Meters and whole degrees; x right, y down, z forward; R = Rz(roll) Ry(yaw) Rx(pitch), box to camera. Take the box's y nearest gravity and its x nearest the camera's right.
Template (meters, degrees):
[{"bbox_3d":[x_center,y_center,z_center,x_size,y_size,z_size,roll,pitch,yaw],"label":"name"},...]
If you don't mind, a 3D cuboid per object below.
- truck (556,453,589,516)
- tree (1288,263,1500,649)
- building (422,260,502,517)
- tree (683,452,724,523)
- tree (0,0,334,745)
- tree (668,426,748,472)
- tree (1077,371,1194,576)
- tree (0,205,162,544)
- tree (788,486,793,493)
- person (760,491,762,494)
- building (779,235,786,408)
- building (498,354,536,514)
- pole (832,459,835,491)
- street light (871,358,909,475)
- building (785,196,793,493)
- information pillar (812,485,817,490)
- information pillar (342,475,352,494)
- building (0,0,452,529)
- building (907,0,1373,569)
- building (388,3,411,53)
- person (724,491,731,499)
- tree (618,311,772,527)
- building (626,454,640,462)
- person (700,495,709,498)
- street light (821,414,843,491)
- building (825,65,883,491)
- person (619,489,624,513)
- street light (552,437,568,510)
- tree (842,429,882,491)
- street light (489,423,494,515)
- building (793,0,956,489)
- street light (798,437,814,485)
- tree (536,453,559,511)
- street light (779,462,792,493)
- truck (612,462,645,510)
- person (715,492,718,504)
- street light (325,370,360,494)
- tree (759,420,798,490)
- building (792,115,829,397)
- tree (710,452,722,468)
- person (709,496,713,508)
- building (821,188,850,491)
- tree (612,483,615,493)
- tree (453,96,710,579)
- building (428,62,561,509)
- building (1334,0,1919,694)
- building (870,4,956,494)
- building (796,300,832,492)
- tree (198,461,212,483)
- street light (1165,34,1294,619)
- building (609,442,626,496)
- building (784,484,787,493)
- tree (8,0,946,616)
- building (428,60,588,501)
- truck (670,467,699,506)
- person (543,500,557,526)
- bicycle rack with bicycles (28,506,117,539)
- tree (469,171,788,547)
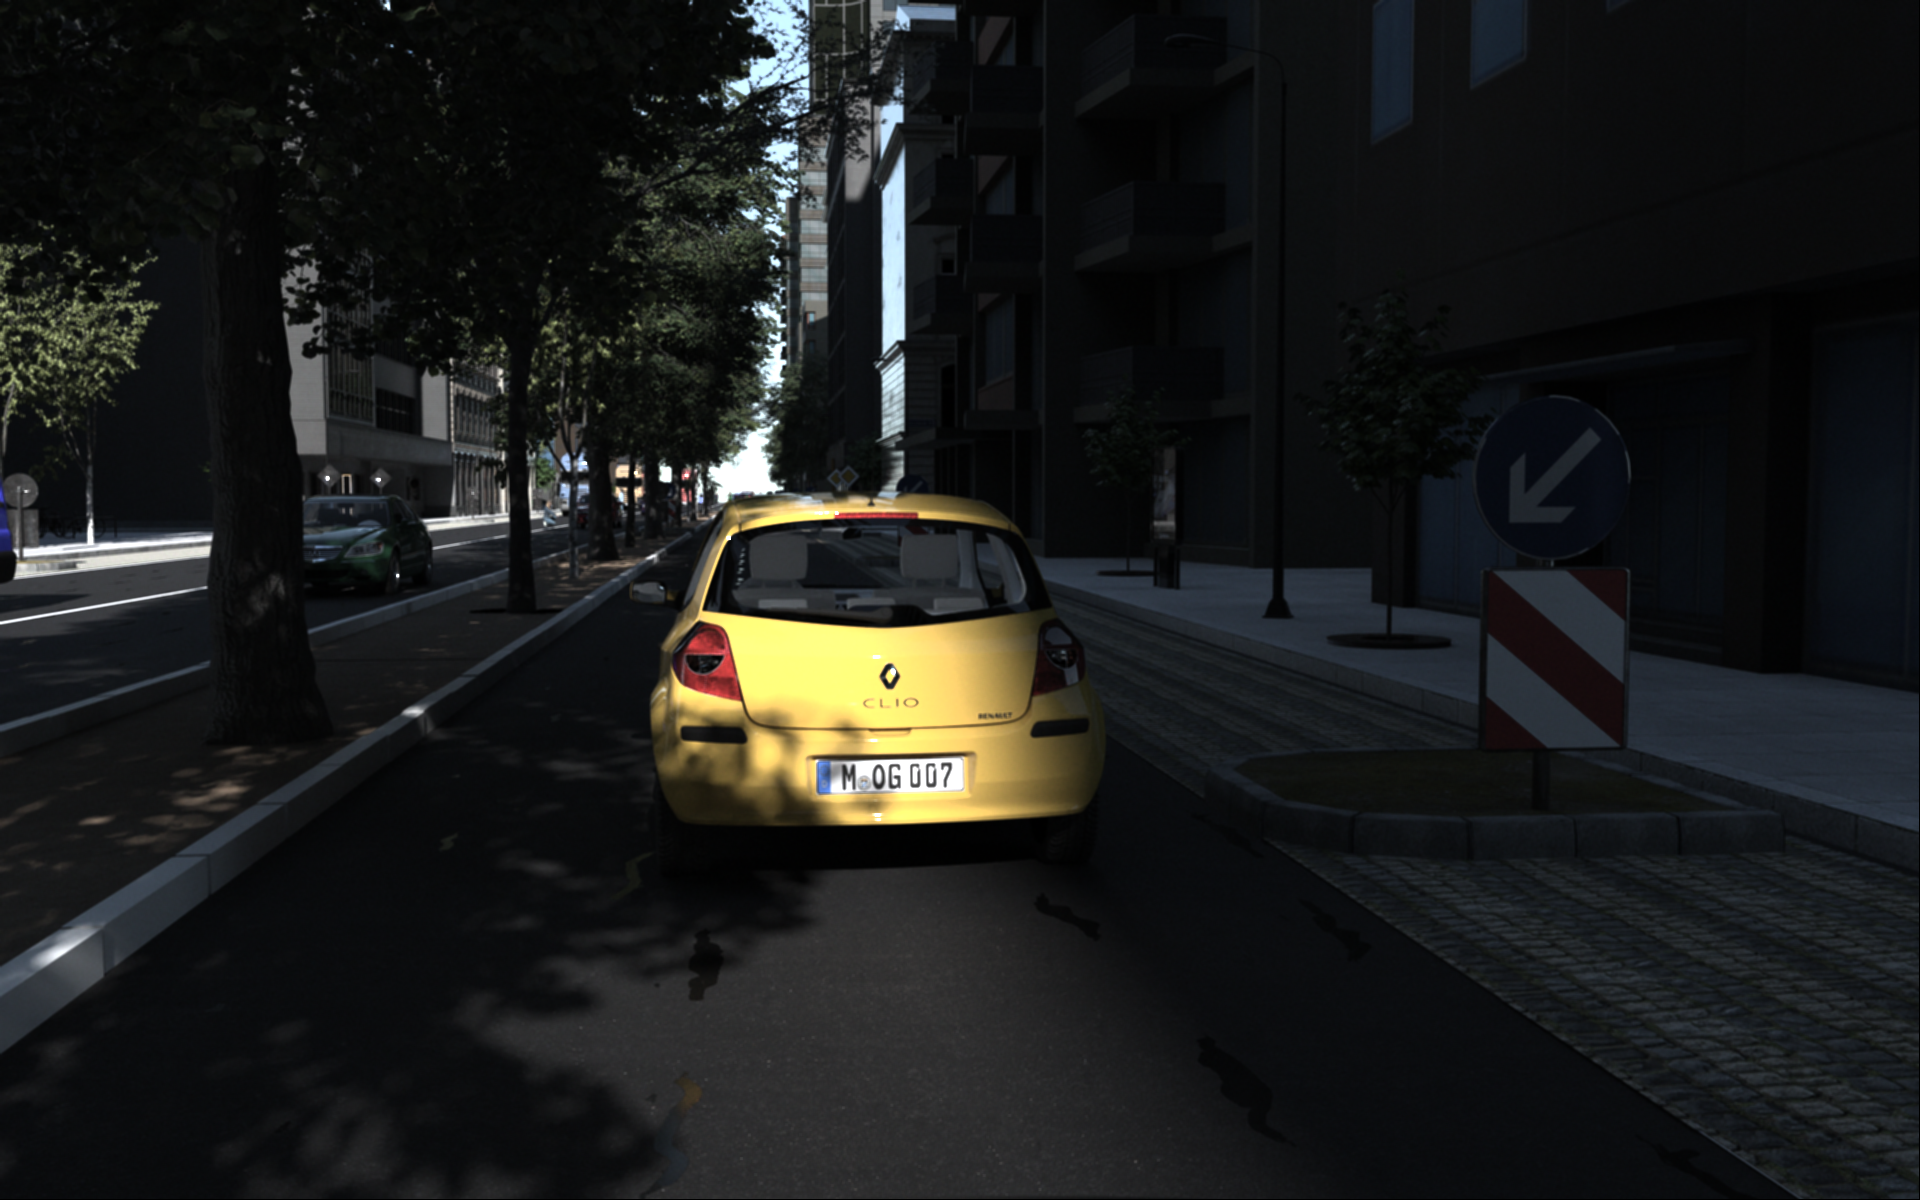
[{"bbox_3d":[-25.280,-7.873,118.475,2.967,4.110,18.799,0,4,-7],"label":"truck"},{"bbox_3d":[3.663,-1.222,14.581,1.663,3.219,1.824,0,3,0],"label":"tree"},{"bbox_3d":[-33.386,-15.510,102.734,9.793,20.994,18.267,0,4,-7],"label":"building"},{"bbox_3d":[-13.335,-8.076,84.860,4.360,8.622,3.978,0,3,0],"label":"tree"},{"bbox_3d":[-4.017,-6.145,9.591,9.857,13.997,8.962,0,3,0],"label":"tree"},{"bbox_3d":[-20.101,-12.693,135.740,9.928,11.665,9.643,0,3,0],"label":"tree"},{"bbox_3d":[2.604,-2.012,27.491,1.663,3.219,1.824,0,3,0],"label":"tree"},{"bbox_3d":[-22.551,-5.742,44.248,4.737,8.622,4.395,0,3,0],"label":"tree"},{"bbox_3d":[-22.494,-14.576,232.924,1.663,3.219,1.824,0,3,0],"label":"tree"},{"bbox_3d":[-22.512,-11.400,195.615,0.721,1.736,1.217,3,5,42],"label":"person"},{"bbox_3d":[-18.570,-38.624,286.122,22.147,44.769,28.867,0,4,-7],"label":"building"},{"bbox_3d":[-35.848,-16.230,120.115,10.420,20.320,16.860,0,4,-7],"label":"building"},{"bbox_3d":[-7.269,-6.468,99.596,0.158,3.312,0.155,0,3,0],"label":"pole"},{"bbox_3d":[-2.335,-5.298,59.156,1.470,5.913,1.316,0,4,-7],"label":"street light"},{"bbox_3d":[-17.165,-34.073,240.681,14.154,41.232,14.086,0,4,-7],"label":"building"},{"bbox_3d":[-11.161,-7.853,132.882,0.304,2.012,0.304,-3,5,-42],"label":"information pillar"},{"bbox_3d":[-23.366,-3.768,66.096,0.304,2.012,0.304,-1,4,-10],"label":"information pillar"},{"bbox_3d":[-32.871,-15.861,78.388,14.314,24.678,30.058,0,4,-7],"label":"building"},{"bbox_3d":[10.232,-23.738,42.745,22.147,44.769,28.867,0,4,-7],"label":"building"},{"bbox_3d":[-51.140,-53.686,190.430,22.319,86.520,31.000,0,4,-7],"label":"building"},{"bbox_3d":[-24.274,-10.614,182.754,1.217,1.735,0.721,1,4,12],"label":"person"},{"bbox_3d":[-11.643,-9.209,71.146,7.486,12.596,7.792,0,3,0],"label":"tree"},{"bbox_3d":[-57.871,-36.380,249.435,22.147,44.769,28.867,0,4,-7],"label":"building"},{"bbox_3d":[-27.593,-10.896,187.373,1.217,1.736,0.721,-1,4,-8],"label":"person"},{"bbox_3d":[-7.377,-7.840,100.731,1.470,5.913,1.316,0,4,-7],"label":"street light"},{"bbox_3d":[-0.682,-19.185,107.176,14.314,27.812,24.014,0,4,-7],"label":"building"},{"bbox_3d":[-25.546,-7.464,130.795,0.793,1.790,0.793,-1,4,-19],"label":"person"},{"bbox_3d":[-32.492,-10.285,140.707,1.470,5.913,1.316,0,4,-7],"label":"street light"},{"bbox_3d":[-4.197,-6.294,86.620,4.285,4.588,4.351,0,3,0],"label":"tree"},{"bbox_3d":[-28.197,-8.172,106.151,1.470,5.913,1.316,0,4,-7],"label":"street light"},{"bbox_3d":[-9.611,-47.031,207.214,20.563,71.187,20.611,0,4,-7],"label":"building"},{"bbox_3d":[-12.579,-10.354,141.837,1.470,5.913,1.316,0,4,-7],"label":"street light"},{"bbox_3d":[-32.352,-9.074,132.070,4.285,4.588,4.351,0,3,0],"label":"tree"},{"bbox_3d":[-21.707,-15.004,217.850,1.470,5.913,1.316,0,4,-7],"label":"street light"},{"bbox_3d":[-29.300,-10.193,155.561,2.839,4.237,11.283,0,4,-5],"label":"truck"},{"bbox_3d":[-35.601,-14.931,253.532,0.541,1.710,0.530,-2,4,-28],"label":"person"},{"bbox_3d":[-23.200,-5.656,65.019,1.470,5.913,1.316,0,4,-7],"label":"street light"},{"bbox_3d":[-21.284,-18.847,225.155,9.611,12.733,9.660,0,3,0],"label":"tree"},{"bbox_3d":[-10.755,-31.006,190.545,14.154,41.232,14.086,0,4,-7],"label":"building"},{"bbox_3d":[-17.642,-10.146,118.710,4.737,8.622,4.395,0,3,0],"label":"tree"},{"bbox_3d":[-25.912,-10.490,180.026,0.705,1.821,1.348,0,4,4],"label":"person"},{"bbox_3d":[-3.073,-21.002,130.778,14.401,28.519,23.554,0,4,-7],"label":"building"},{"bbox_3d":[-42.670,-13.480,214.999,1.663,3.219,1.824,0,3,0],"label":"tree"},{"bbox_3d":[-6.555,-4.663,29.059,4.737,8.622,4.395,0,3,0],"label":"tree"},{"bbox_3d":[-50.837,-27.975,149.272,32.217,40.220,23.993,0,4,-7],"label":"building"},{"bbox_3d":[12.182,-22.211,13.268,14.600,45.320,14.200,0,4,-7],"label":"building"},{"bbox_3d":[13.882,-15.734,76.342,34.723,24.649,14.460,0,4,-7],"label":"building"},{"bbox_3d":[-1.827,-19.913,170.623,27.650,21.520,28.899,0,4,-7],"label":"building"},{"bbox_3d":[-22.351,-3.607,53.582,1.663,3.219,1.824,0,3,0],"label":"tree"},{"bbox_3d":[2.763,-2.765,17.744,1.470,5.913,1.316,0,4,-7],"label":"street light"},{"bbox_3d":[-51.714,-35.367,228.367,14.600,45.320,14.200,0,4,-7],"label":"building"},{"bbox_3d":[-10.476,-34.788,260.671,32.217,40.220,23.993,0,4,-7],"label":"building"},{"bbox_3d":[-5.318,-6.588,20.541,12.009,13.543,11.850,0,3,0],"label":"tree"},{"bbox_3d":[-44.269,-31.771,169.568,14.600,45.320,14.200,0,4,-7],"label":"building"},{"bbox_3d":[-28.318,-11.606,178.663,2.839,4.237,11.283,0,4,-8],"label":"truck"},{"bbox_3d":[-18.354,-3.905,77.845,0.738,1.151,1.012,0,4,-3],"label":"person"},{"bbox_3d":[-26.216,-2.269,50.478,2.852,0.926,2.925,1,4,13],"label":"bicycle rack with bicycles"},{"bbox_3d":[-8.843,-6.663,45.815,8.767,10.594,7.601,0,4,-7],"label":"tree"}]
